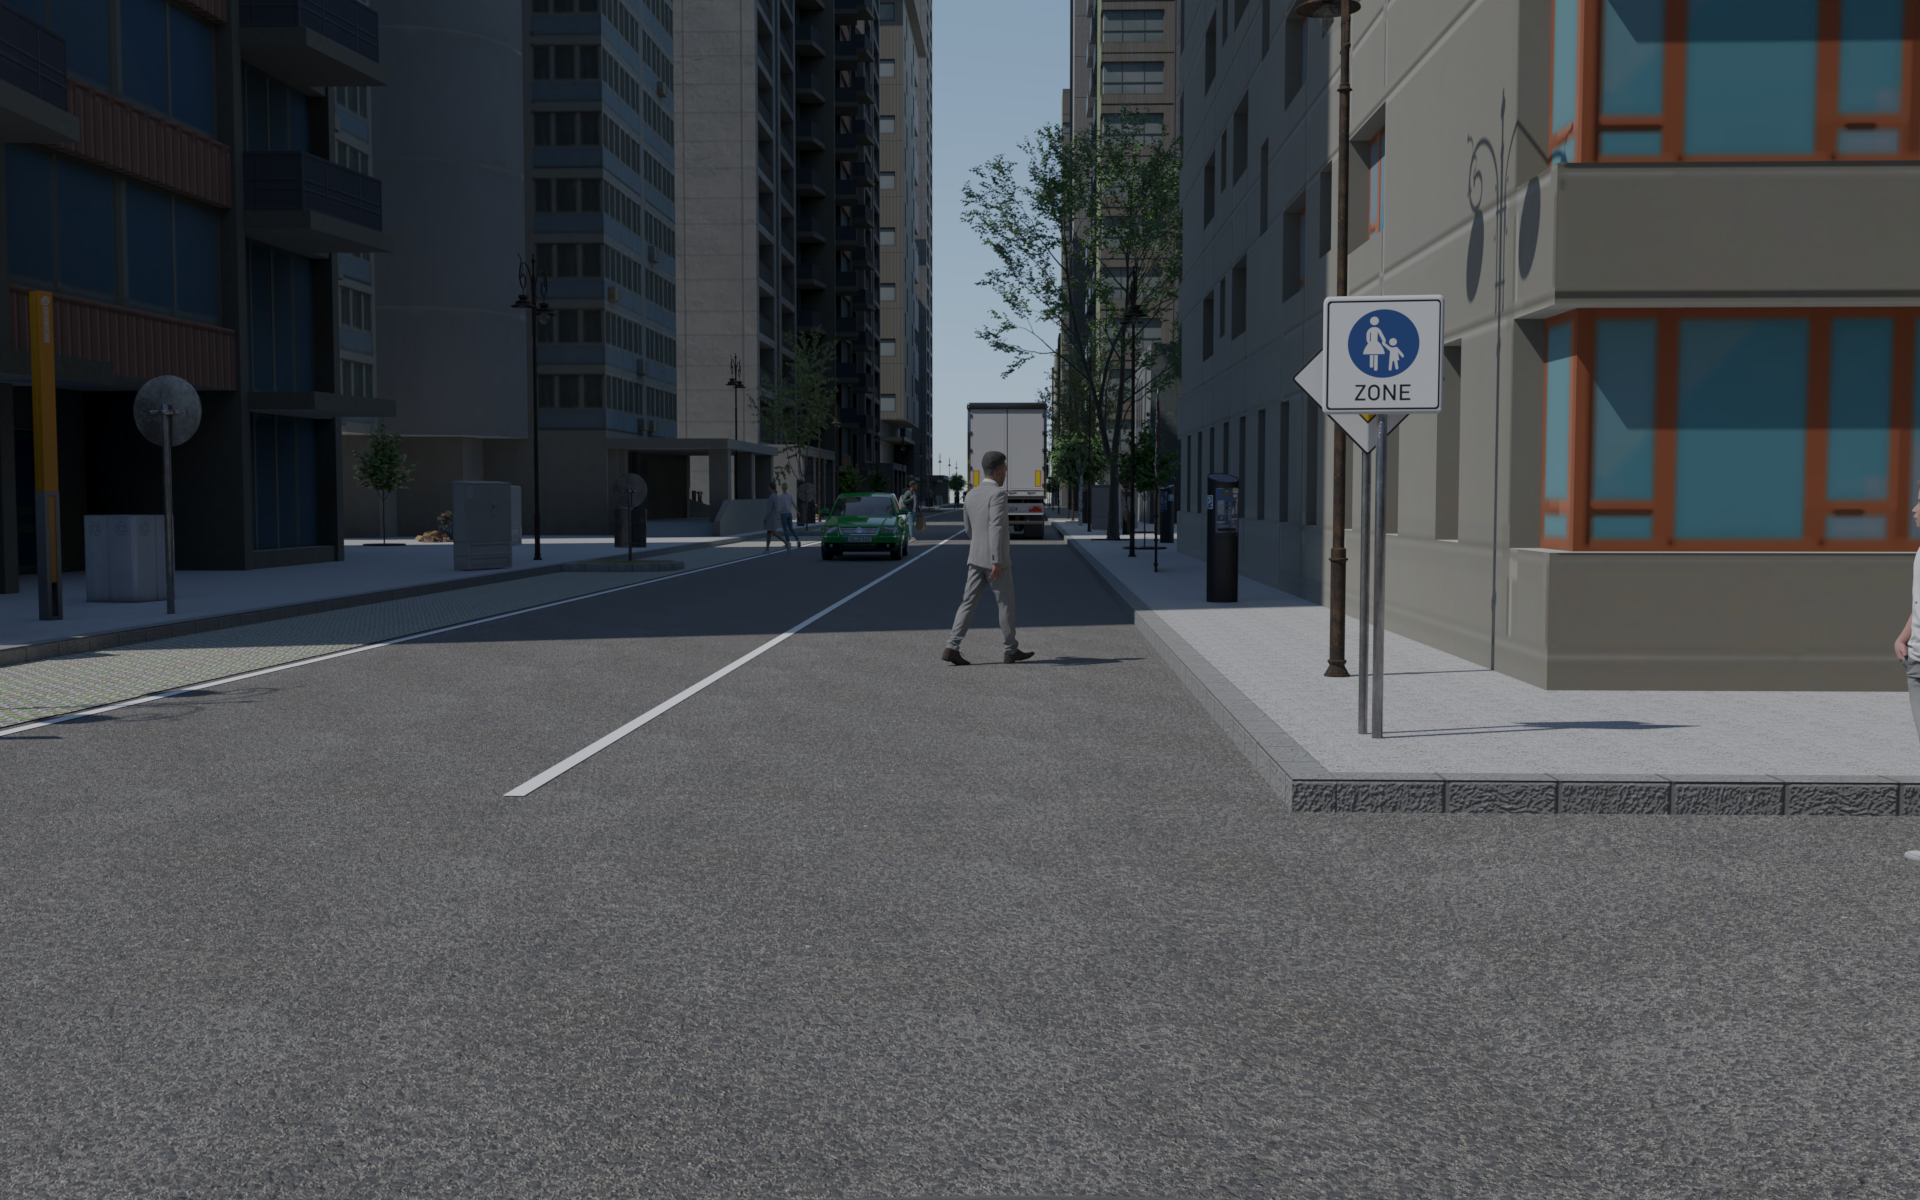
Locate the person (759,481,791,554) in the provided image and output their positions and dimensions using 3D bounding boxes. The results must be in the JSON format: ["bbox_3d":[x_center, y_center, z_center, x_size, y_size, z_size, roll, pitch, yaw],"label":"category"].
[{"bbox_3d":[-4.404,-1.950,41.137,0.760,1.731,0.466,-1,4,-23],"label":"person"}]

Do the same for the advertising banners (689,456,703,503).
[{"bbox_3d":[-11.713,-4.900,76.310,0.090,3.025,2.074,1,4,11],"label":"advertising banners"}]

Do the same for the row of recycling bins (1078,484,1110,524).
[{"bbox_3d":[5.974,-4.151,74.977,1.069,1.692,3.534,-1,4,-12],"label":"row of recycling bins"}]

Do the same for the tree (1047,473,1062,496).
[{"bbox_3d":[8.293,-9.828,155.288,1.663,3.219,1.824,0,3,0],"label":"tree"}]

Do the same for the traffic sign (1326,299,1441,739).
[{"bbox_3d":[2.192,-0.422,9.033,0.606,2.300,0.079,1,4,10],"label":"traffic sign"}]

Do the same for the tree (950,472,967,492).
[{"bbox_3d":[-0.436,-15.968,244.792,4.285,4.588,4.351,0,3,0],"label":"tree"}]

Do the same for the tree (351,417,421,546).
[{"bbox_3d":[-14.208,-2.963,43.039,1.663,3.219,1.824,0,3,0],"label":"tree"}]

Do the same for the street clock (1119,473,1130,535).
[{"bbox_3d":[5.255,-3.068,54.730,0.471,2.002,0.358,3,4,36],"label":"street clock"}]

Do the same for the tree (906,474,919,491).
[{"bbox_3d":[-4.513,-10.164,160.781,1.663,3.219,1.824,0,3,0],"label":"tree"}]

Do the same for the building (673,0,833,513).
[{"bbox_3d":[-15.022,-43.158,143.892,20.563,71.187,20.611,0,4,2],"label":"building"}]

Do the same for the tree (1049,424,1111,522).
[{"bbox_3d":[5.563,-5.861,79.536,4.285,4.588,4.351,0,3,0],"label":"tree"}]

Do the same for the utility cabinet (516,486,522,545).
[{"bbox_3d":[-11.300,-2.087,42.802,0.318,1.500,1.173,1,4,21],"label":"utility cabinet"}]

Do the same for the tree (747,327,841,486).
[{"bbox_3d":[-7.000,-7.655,75.518,4.737,8.622,4.395,0,3,0],"label":"tree"}]

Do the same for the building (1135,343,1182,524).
[{"bbox_3d":[19.130,-46.101,66.425,22.319,86.520,31.000,0,4,2],"label":"building"}]

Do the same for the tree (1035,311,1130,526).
[{"bbox_3d":[4.909,-7.346,70.463,4.737,8.622,4.395,0,3,0],"label":"tree"}]

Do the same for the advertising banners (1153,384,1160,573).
[{"bbox_3d":[3.248,-1.984,28.618,0.090,3.025,2.074,0,4,6],"label":"advertising banners"}]

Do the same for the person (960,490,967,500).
[{"bbox_3d":[0.611,-8.094,140.858,1.348,1.821,0.705,-1,4,-10],"label":"person"}]

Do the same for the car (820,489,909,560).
[{"bbox_3d":[-2.115,-1.849,39.035,1.959,1.807,4.718,0,4,1],"label":"car"}]

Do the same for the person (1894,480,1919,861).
[{"bbox_3d":[3.821,0.273,6.641,0.523,1.515,0.503,-2,4,-34],"label":"person"}]

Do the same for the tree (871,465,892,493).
[{"bbox_3d":[-5.234,-7.275,113.540,1.663,3.219,1.824,0,3,0],"label":"tree"}]

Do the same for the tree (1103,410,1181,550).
[{"bbox_3d":[4.421,-2.792,40.253,1.663,3.219,1.824,0,3,0],"label":"tree"}]

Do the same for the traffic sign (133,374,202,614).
[{"bbox_3d":[-8.451,-1.123,18.471,0.768,2.556,0.104,0,4,6],"label":"traffic sign"}]

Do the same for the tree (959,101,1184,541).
[{"bbox_3d":[4.103,-7.445,47.478,9.928,11.665,9.643,0,3,0],"label":"tree"}]

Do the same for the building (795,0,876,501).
[{"bbox_3d":[-17.558,-28.468,120.083,22.147,44.769,28.867,0,4,2],"label":"building"}]

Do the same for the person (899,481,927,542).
[{"bbox_3d":[-1.388,-2.620,51.321,0.794,1.824,0.713,-3,5,-41],"label":"person"}]

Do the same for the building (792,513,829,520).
[{"bbox_3d":[-17.600,-40.121,94.223,20.563,71.187,20.611,0,4,2],"label":"building"}]

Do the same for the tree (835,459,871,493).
[{"bbox_3d":[-6.127,-6.152,95.187,1.663,3.219,1.824,0,3,0],"label":"tree"}]

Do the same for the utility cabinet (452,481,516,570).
[{"bbox_3d":[-8.080,-1.265,29.355,0.318,1.500,1.173,1,4,23],"label":"utility cabinet"}]

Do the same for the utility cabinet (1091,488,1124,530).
[{"bbox_3d":[5.189,-3.226,61.417,0.318,1.500,1.173,-3,5,-41],"label":"utility cabinet"}]

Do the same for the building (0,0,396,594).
[{"bbox_3d":[-21.726,-22.586,23.912,22.147,44.769,28.867,0,4,2],"label":"building"}]

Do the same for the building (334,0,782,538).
[{"bbox_3d":[-23.062,-22.423,58.491,32.217,40.220,23.993,0,4,2],"label":"building"}]

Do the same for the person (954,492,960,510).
[{"bbox_3d":[-0.313,-9.069,158.250,0.593,1.643,0.415,-2,4,-31],"label":"person"}]

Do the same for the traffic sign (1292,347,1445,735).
[{"bbox_3d":[2.150,-0.340,9.195,0.795,2.450,0.064,0,4,2],"label":"traffic sign"}]

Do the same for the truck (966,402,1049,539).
[{"bbox_3d":[1.649,-4.258,58.539,2.839,4.237,11.283,0,4,2],"label":"truck"}]

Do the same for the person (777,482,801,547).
[{"bbox_3d":[-4.504,-2.275,46.362,0.598,1.740,0.731,2,4,29],"label":"person"}]

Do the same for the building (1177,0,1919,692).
[{"bbox_3d":[18.787,-10.940,23.904,28.899,21.520,27.650,0,4,2],"label":"building"}]

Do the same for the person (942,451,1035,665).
[{"bbox_3d":[0.226,-0.353,14.552,0.850,1.792,0.678,-2,4,-35],"label":"person"}]

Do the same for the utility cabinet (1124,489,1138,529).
[{"bbox_3d":[5.936,-3.364,63.688,1.173,1.500,0.318,2,4,27],"label":"utility cabinet"}]
